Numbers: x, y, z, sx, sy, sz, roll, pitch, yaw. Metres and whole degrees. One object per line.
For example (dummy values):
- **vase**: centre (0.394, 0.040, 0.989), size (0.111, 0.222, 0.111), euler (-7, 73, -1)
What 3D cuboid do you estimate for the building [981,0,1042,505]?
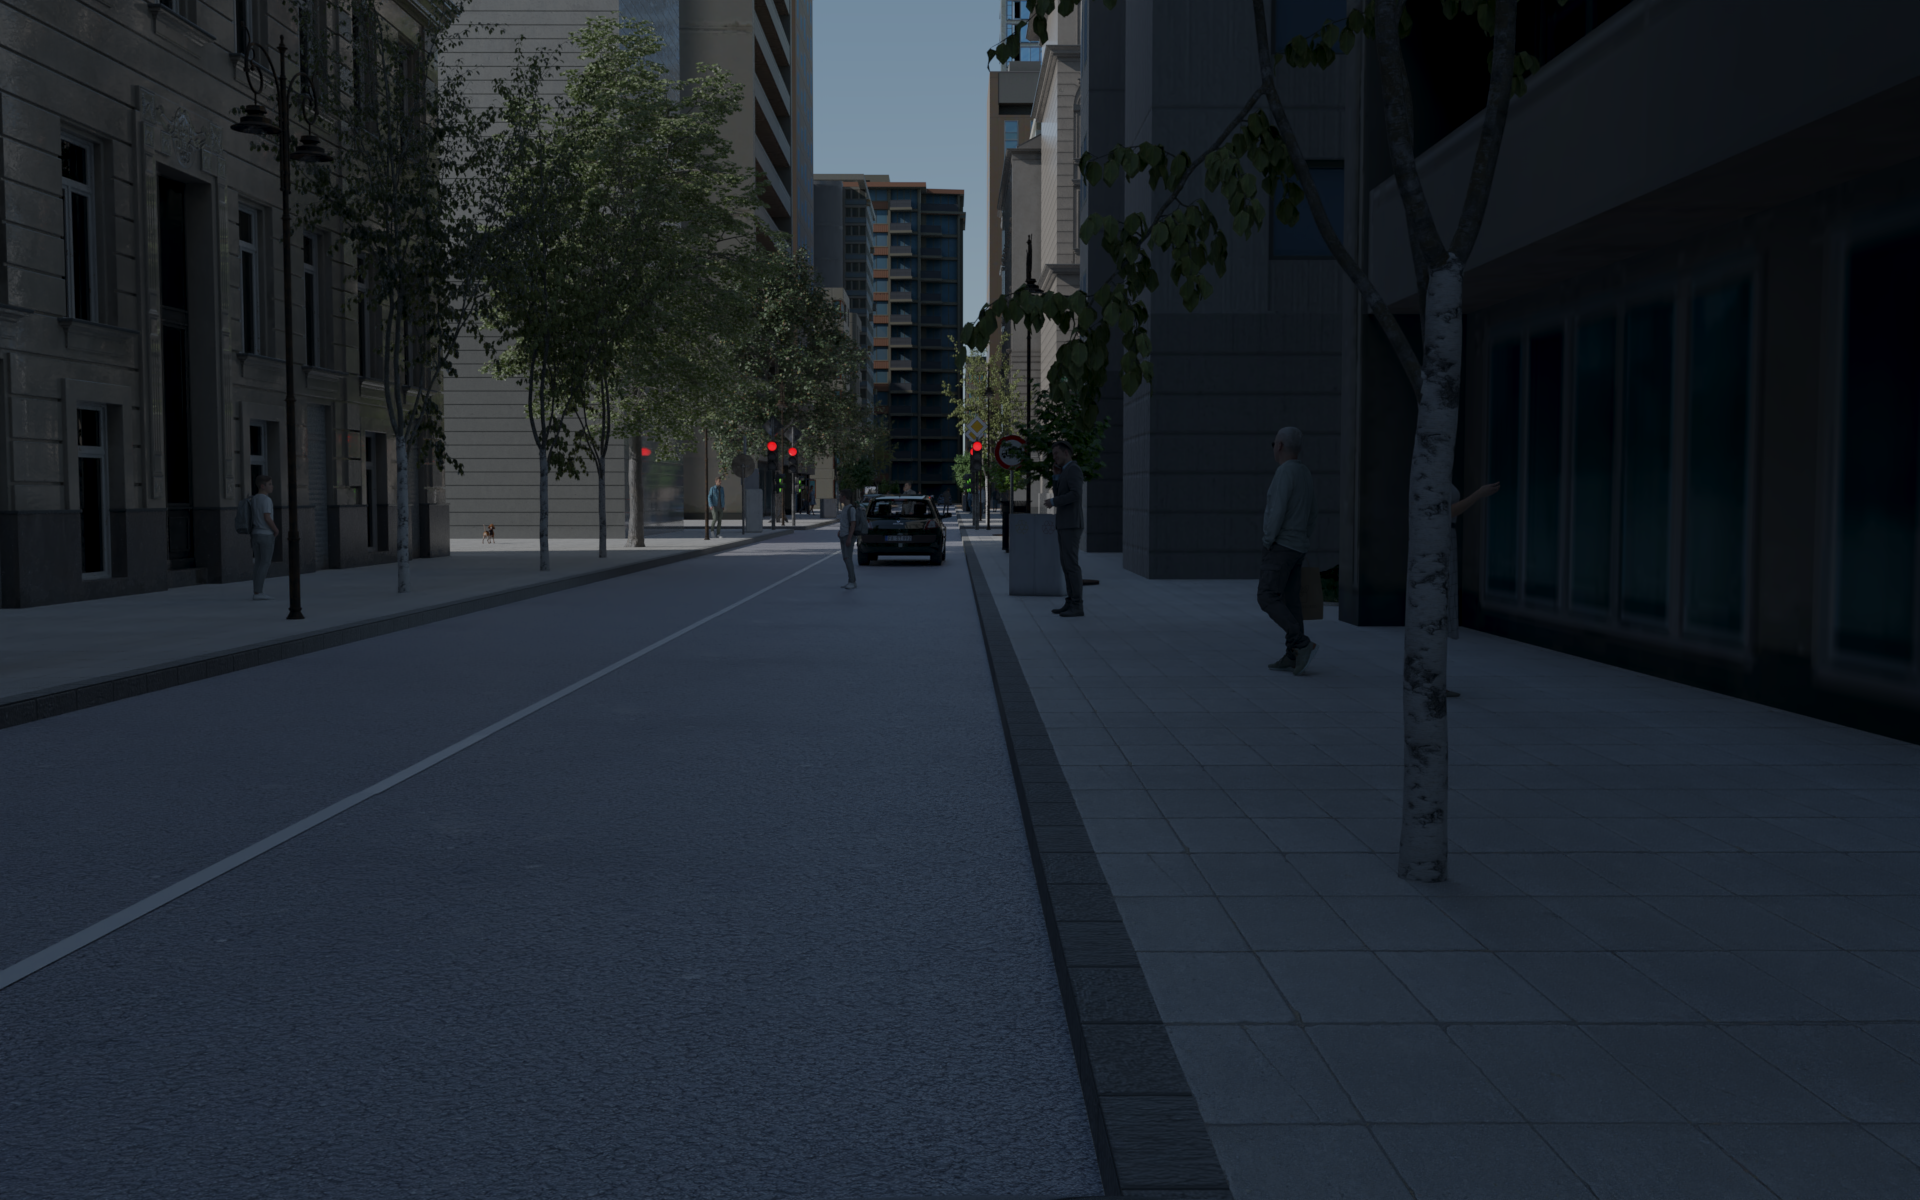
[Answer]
- **building**: centre (13.595, -54.396, 202.050), size (22.319, 86.520, 31.000), euler (0, 4, 0)

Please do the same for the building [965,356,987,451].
- **building**: centre (15.214, -24.403, 244.020), size (28.899, 21.520, 27.650), euler (0, 4, 0)

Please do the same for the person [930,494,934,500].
- **person**: centre (-3.329, -11.987, 207.677), size (0.628, 1.438, 0.799), euler (-2, 4, -31)

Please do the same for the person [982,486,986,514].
- **person**: centre (1.525, -6.603, 114.203), size (0.583, 1.804, 0.606), euler (-3, 5, -43)

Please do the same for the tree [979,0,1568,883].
- **tree**: centre (1.559, -3.389, 5.768), size (4.737, 8.622, 4.395), euler (0, 3, 0)

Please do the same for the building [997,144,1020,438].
- **building**: centre (9.808, -21.353, 135.025), size (13.634, 28.700, 20.117), euler (0, 4, 0)

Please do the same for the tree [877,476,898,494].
- **tree**: centre (-7.899, -11.287, 179.149), size (1.663, 3.219, 1.824), euler (0, 3, 0)

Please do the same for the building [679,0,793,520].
- **building**: centre (-20.800, -28.806, 94.680), size (21.300, 48.544, 21.600), euler (0, 4, 0)

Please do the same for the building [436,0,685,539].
- **building**: centre (-24.350, -16.924, 54.204), size (29.804, 29.767, 11.434), euler (0, 4, 0)

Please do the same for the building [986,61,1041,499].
- **building**: centre (9.817, -32.454, 180.731), size (14.600, 45.320, 14.200), euler (0, 4, 0)

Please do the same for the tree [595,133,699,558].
- **tree**: centre (-7.448, -5.157, 34.674), size (4.360, 8.622, 3.978), euler (0, 3, 0)

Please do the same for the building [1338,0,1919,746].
- **building**: centre (14.549, -23.364, 5.707), size (21.300, 48.544, 21.600), euler (0, 4, 0)

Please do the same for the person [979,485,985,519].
- **person**: centre (1.066, -5.156, 90.602), size (0.793, 1.790, 0.793), euler (1, 4, 19)

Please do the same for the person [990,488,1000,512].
- **person**: centre (2.498, -7.054, 121.730), size (0.623, 1.781, 0.721), euler (-1, 4, -20)

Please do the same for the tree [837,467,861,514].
- **tree**: centre (-7.387, -7.121, 111.034), size (1.663, 3.219, 1.824), euler (0, 3, 0)

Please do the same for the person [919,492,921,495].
- **person**: centre (-4.458, -11.303, 194.223), size (0.530, 1.710, 0.541), euler (0, 4, 2)

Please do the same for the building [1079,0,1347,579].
- **building**: centre (13.258, -30.351, 38.241), size (21.231, 58.520, 28.212), euler (0, 4, 0)

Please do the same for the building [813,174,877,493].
- **building**: centre (-21.964, -31.246, 202.748), size (23.993, 40.220, 32.217), euler (0, 4, 0)

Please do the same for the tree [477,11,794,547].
- **tree**: centre (-7.945, -7.575, 41.975), size (7.486, 12.596, 7.792), euler (0, 3, 0)

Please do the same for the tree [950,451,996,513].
- **tree**: centre (0.991, -8.919, 129.541), size (4.285, 4.588, 4.351), euler (0, 3, 0)

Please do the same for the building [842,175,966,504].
- **building**: centre (-13.653, -35.809, 240.094), size (28.867, 44.769, 22.147), euler (0, 4, 0)

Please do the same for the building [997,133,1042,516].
- **building**: centre (7.162, -15.099, 96.013), size (9.793, 20.994, 18.267), euler (0, 4, 0)

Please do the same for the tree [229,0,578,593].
- **tree**: centre (-7.015, -4.405, 22.381), size (4.360, 8.622, 3.978), euler (0, 3, 0)

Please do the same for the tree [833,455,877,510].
- **tree**: centre (-7.676, -8.772, 127.140), size (4.285, 4.588, 4.351), euler (0, 3, 0)

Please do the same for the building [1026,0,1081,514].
- **building**: centre (15.009, -17.772, 77.959), size (23.554, 28.519, 14.401), euler (0, 4, 0)

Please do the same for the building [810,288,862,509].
- **building**: centre (-23.640, -19.242, 159.640), size (27.650, 21.520, 28.899), euler (0, 4, 0)

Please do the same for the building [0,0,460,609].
- **building**: centre (-16.163, -13.807, 23.000), size (12.463, 27.353, 25.104), euler (0, 4, 0)

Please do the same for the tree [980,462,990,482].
- **tree**: centre (1.526, -3.560, 52.813), size (1.663, 3.219, 1.824), euler (0, 3, 0)

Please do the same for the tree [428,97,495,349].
- **tree**: centre (-6.753, -4.805, 28.919), size (4.737, 8.622, 4.395), euler (0, 3, 0)

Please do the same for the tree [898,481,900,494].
- **tree**: centre (-7.819, -13.422, 214.043), size (1.663, 3.219, 1.824), euler (0, 3, 0)

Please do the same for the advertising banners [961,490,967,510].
- **advertising banners**: centre (0.403, -8.835, 140.641), size (0.090, 3.025, 2.074), euler (1, 4, 15)

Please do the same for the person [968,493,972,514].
- **person**: centre (0.709, -6.381, 110.635), size (0.793, 1.790, 0.793), euler (-2, 4, -25)

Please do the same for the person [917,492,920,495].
- **person**: centre (-4.830, -11.847, 202.986), size (1.217, 1.735, 0.721), euler (2, 4, 27)

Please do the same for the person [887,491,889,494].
- **person**: centre (-7.937, -11.394, 193.058), size (0.721, 1.735, 1.217), euler (0, 4, 8)

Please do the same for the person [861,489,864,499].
- **person**: centre (-9.017, -9.490, 161.749), size (0.990, 1.755, 0.434), euler (2, 4, 24)

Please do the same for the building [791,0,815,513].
- **building**: centre (-17.665, -28.779, 120.645), size (14.600, 45.320, 14.200), euler (0, 4, 0)

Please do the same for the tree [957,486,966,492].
- **tree**: centre (0.656, -12.487, 198.766), size (1.663, 3.219, 1.824), euler (0, 3, 0)

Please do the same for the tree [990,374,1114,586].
- **tree**: centre (1.337, -1.833, 24.577), size (1.663, 3.219, 1.824), euler (0, 3, 0)

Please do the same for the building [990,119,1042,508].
- **building**: centre (19.121, -28.746, 161.870), size (32.217, 40.220, 23.993), euler (0, 4, 0)

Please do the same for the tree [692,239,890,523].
- **tree**: centre (-8.118, -9.821, 77.582), size (9.611, 12.733, 9.660), euler (0, 3, 0)
